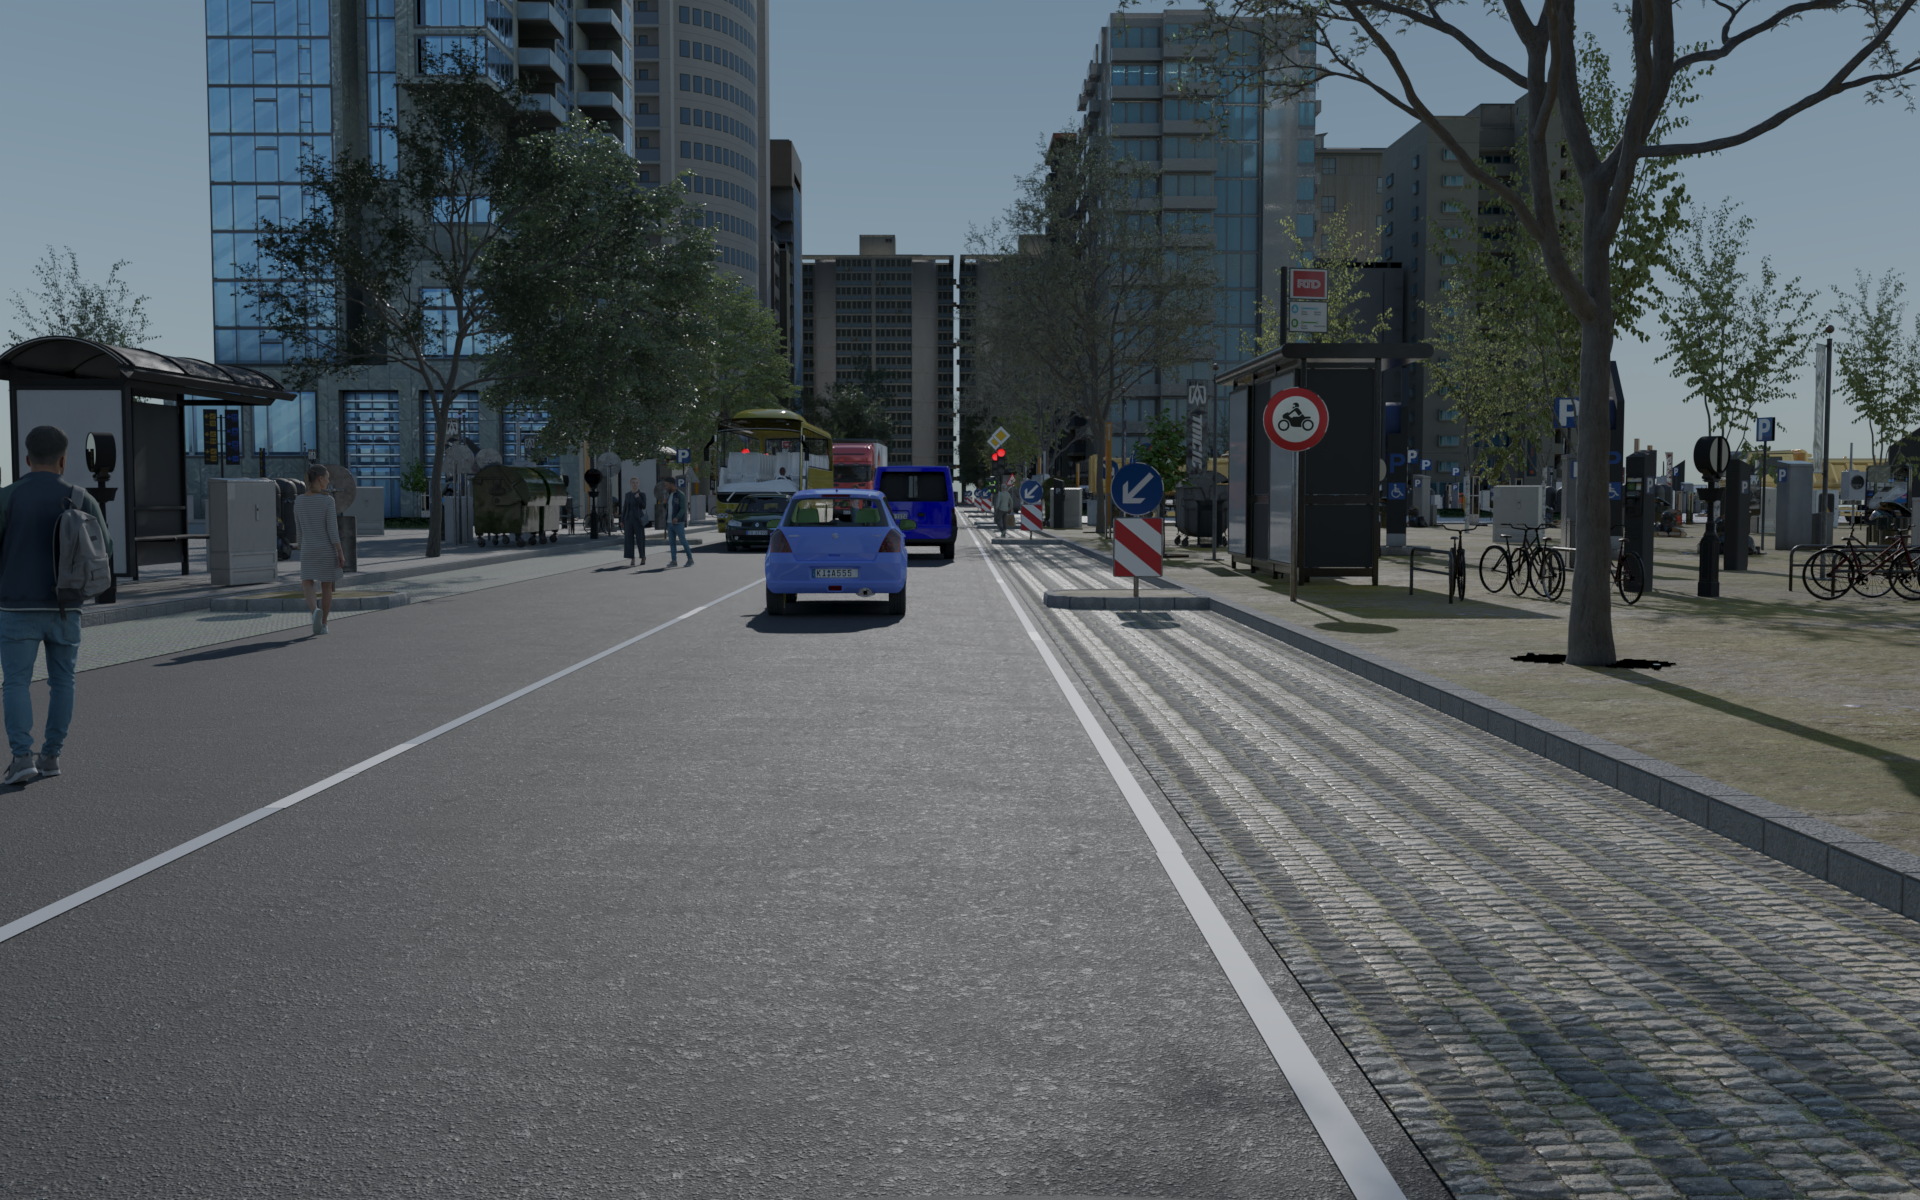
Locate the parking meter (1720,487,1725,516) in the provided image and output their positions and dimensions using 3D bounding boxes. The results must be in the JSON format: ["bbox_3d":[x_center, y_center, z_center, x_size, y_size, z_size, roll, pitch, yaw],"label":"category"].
[{"bbox_3d":[28.281,-3.400,63.998,0.372,1.533,0.369,0,3,0],"label":"parking meter"}]

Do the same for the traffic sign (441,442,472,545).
[{"bbox_3d":[-12.592,-2.641,43.186,0.884,2.594,0.081,0,4,4],"label":"traffic sign"}]

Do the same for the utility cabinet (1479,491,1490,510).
[{"bbox_3d":[33.039,-6.069,107.911,1.173,1.500,0.318,-1,4,-12],"label":"utility cabinet"}]

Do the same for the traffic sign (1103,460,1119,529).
[{"bbox_3d":[5.460,-3.889,63.691,0.768,2.556,0.104,0,4,7],"label":"traffic sign"}]

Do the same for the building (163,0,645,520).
[{"bbox_3d":[-30.414,-48.154,99.993,22.319,86.520,31.000,0,4,0],"label":"building"}]

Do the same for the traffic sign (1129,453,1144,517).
[{"bbox_3d":[5.081,-2.940,48.181,0.768,2.556,0.104,0,4,6],"label":"traffic sign"}]

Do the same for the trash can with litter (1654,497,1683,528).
[{"bbox_3d":[25.837,-3.175,63.297,1.055,1.170,0.624,0,4,-7],"label":"trash can with litter"}]

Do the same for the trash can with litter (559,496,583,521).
[{"bbox_3d":[-19.014,-4.358,82.303,2.233,1.210,1.678,0,4,6],"label":"trash can with litter"}]

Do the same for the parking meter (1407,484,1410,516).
[{"bbox_3d":[28.523,-6.416,110.609,0.399,1.863,0.255,-1,4,-15],"label":"parking meter"}]

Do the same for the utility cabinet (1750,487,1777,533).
[{"bbox_3d":[26.283,-2.933,56.636,1.173,1.500,0.318,-3,5,-39],"label":"utility cabinet"}]

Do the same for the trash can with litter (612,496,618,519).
[{"bbox_3d":[-18.045,-4.859,90.835,0.624,1.170,1.055,-2,4,-34],"label":"trash can with litter"}]

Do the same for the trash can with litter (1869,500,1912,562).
[{"bbox_3d":[17.800,-1.304,32.711,1.055,1.170,0.624,-1,4,-16],"label":"trash can with litter"}]

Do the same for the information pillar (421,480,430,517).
[{"bbox_3d":[-26.160,-4.909,84.752,0.304,2.012,0.304,2,4,31],"label":"information pillar"}]

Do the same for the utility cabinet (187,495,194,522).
[{"bbox_3d":[-35.922,-4.220,80.162,0.306,1.237,1.020,1,4,11],"label":"utility cabinet"}]

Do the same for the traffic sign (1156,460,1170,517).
[{"bbox_3d":[4.226,-2.261,36.971,0.884,2.594,0.081,0,4,1],"label":"traffic sign"}]

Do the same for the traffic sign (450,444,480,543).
[{"bbox_3d":[-12.870,-2.763,45.171,0.884,2.594,0.081,0,4,5],"label":"traffic sign"}]

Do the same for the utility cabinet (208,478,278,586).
[{"bbox_3d":[-10.099,-0.964,24.448,0.318,1.500,1.173,1,4,10],"label":"utility cabinet"}]

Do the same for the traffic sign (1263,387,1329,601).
[{"bbox_3d":[3.995,-1.258,20.669,0.768,2.556,0.104,0,4,8],"label":"traffic sign"}]

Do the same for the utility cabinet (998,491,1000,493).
[{"bbox_3d":[3.392,-7.272,127.577,1.173,1.500,0.318,-1,4,-11],"label":"utility cabinet"}]

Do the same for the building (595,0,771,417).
[{"bbox_3d":[-30.395,-38.335,168.781,21.231,58.520,28.212,0,4,0],"label":"building"}]

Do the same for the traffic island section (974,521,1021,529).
[{"bbox_3d":[1.654,-3.513,79.720,2.009,0.180,2.903,0,4,0],"label":"traffic island section"}]

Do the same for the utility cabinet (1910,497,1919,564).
[{"bbox_3d":[17.996,-1.255,31.675,0.306,1.237,1.020,-3,5,-43],"label":"utility cabinet"}]

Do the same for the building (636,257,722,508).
[{"bbox_3d":[-34.891,-18.030,139.823,27.650,21.520,28.899,0,4,0],"label":"building"}]

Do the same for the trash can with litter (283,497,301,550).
[{"bbox_3d":[-15.776,-1.767,39.946,1.678,1.210,2.233,2,4,34],"label":"trash can with litter"}]

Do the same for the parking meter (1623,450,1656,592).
[{"bbox_3d":[8.924,-1.042,22.755,0.399,1.863,0.255,-3,5,-43],"label":"parking meter"}]

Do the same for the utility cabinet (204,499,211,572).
[{"bbox_3d":[-12.345,-1.097,29.101,0.306,1.237,1.020,0,4,-2],"label":"utility cabinet"}]

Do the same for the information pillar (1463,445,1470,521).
[{"bbox_3d":[24.365,-5.621,83.265,0.183,3.616,0.504,-1,4,-9],"label":"information pillar"}]

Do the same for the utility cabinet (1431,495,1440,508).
[{"bbox_3d":[32.610,-6.584,118.814,0.306,1.237,1.020,3,4,37],"label":"utility cabinet"}]

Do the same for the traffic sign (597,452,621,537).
[{"bbox_3d":[-10.589,-3.188,52.237,0.768,2.556,0.104,0,4,8],"label":"traffic sign"}]

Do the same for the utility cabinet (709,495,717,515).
[{"bbox_3d":[-14.985,-5.840,106.642,1.020,1.237,0.306,1,4,14],"label":"utility cabinet"}]

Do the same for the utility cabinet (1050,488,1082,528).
[{"bbox_3d":[3.984,-3.454,65.152,1.173,1.500,0.318,1,4,23],"label":"utility cabinet"}]

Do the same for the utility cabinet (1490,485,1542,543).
[{"bbox_3d":[14.392,-2.205,44.738,1.173,1.500,0.318,3,4,37],"label":"utility cabinet"}]

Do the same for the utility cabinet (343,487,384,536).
[{"bbox_3d":[-18.204,-2.702,52.849,1.173,1.500,0.318,-1,4,-20],"label":"utility cabinet"}]

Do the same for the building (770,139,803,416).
[{"bbox_3d":[-27.200,-34.530,214.683,14.200,45.320,14.600,0,4,0],"label":"building"}]

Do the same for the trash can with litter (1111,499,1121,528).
[{"bbox_3d":[6.077,-3.358,66.286,0.624,1.170,1.055,-2,4,-31],"label":"trash can with litter"}]

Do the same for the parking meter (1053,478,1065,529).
[{"bbox_3d":[3.701,-3.598,64.544,0.399,1.863,0.255,1,4,19],"label":"parking meter"}]

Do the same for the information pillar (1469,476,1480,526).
[{"bbox_3d":[21.006,-4.051,70.724,0.304,2.012,0.304,-1,4,-10],"label":"information pillar"}]

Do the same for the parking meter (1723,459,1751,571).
[{"bbox_3d":[13.094,-1.435,29.178,0.399,1.863,0.255,-3,4,-36],"label":"parking meter"}]

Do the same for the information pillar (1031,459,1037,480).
[{"bbox_3d":[4.741,-7.323,111.093,0.183,3.616,0.504,-3,5,-44],"label":"information pillar"}]

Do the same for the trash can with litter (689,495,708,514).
[{"bbox_3d":[-18.963,-7.045,126.241,2.233,1.210,1.678,-3,5,-43],"label":"trash can with litter"}]

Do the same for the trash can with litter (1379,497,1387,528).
[{"bbox_3d":[16.023,-3.258,64.650,1.055,1.170,0.624,-3,5,-43],"label":"trash can with litter"}]

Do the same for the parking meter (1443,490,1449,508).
[{"bbox_3d":[32.842,-6.643,117.016,0.372,1.533,0.369,0,3,0],"label":"parking meter"}]

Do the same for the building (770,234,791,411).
[{"bbox_3d":[-26.247,-25.632,190.790,14.160,30.474,14.107,0,4,0],"label":"building"}]

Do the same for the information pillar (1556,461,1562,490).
[{"bbox_3d":[40.676,-7.709,117.388,0.504,3.616,0.183,2,4,34],"label":"information pillar"}]

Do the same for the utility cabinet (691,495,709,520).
[{"bbox_3d":[-12.969,-4.568,85.849,0.306,1.237,1.020,1,4,19],"label":"utility cabinet"}]

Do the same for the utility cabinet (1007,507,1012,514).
[{"bbox_3d":[3.192,-6.316,114.425,0.306,1.237,1.020,-1,4,-23],"label":"utility cabinet"}]

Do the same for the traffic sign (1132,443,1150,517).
[{"bbox_3d":[4.677,-2.638,43.240,0.768,2.556,0.104,0,4,7],"label":"traffic sign"}]

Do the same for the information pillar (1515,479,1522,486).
[{"bbox_3d":[26.428,-4.741,82.007,0.304,2.012,0.304,1,4,9],"label":"information pillar"}]

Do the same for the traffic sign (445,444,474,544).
[{"bbox_3d":[-12.847,-2.714,44.478,0.768,2.556,0.104,0,4,5],"label":"traffic sign"}]

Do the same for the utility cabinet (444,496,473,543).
[{"bbox_3d":[-13.256,-2.121,45.848,0.306,1.237,1.020,1,4,13],"label":"utility cabinet"}]

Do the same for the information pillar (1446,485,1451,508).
[{"bbox_3d":[39.698,-8.333,140.739,0.304,2.012,0.304,-3,5,-42],"label":"information pillar"}]
